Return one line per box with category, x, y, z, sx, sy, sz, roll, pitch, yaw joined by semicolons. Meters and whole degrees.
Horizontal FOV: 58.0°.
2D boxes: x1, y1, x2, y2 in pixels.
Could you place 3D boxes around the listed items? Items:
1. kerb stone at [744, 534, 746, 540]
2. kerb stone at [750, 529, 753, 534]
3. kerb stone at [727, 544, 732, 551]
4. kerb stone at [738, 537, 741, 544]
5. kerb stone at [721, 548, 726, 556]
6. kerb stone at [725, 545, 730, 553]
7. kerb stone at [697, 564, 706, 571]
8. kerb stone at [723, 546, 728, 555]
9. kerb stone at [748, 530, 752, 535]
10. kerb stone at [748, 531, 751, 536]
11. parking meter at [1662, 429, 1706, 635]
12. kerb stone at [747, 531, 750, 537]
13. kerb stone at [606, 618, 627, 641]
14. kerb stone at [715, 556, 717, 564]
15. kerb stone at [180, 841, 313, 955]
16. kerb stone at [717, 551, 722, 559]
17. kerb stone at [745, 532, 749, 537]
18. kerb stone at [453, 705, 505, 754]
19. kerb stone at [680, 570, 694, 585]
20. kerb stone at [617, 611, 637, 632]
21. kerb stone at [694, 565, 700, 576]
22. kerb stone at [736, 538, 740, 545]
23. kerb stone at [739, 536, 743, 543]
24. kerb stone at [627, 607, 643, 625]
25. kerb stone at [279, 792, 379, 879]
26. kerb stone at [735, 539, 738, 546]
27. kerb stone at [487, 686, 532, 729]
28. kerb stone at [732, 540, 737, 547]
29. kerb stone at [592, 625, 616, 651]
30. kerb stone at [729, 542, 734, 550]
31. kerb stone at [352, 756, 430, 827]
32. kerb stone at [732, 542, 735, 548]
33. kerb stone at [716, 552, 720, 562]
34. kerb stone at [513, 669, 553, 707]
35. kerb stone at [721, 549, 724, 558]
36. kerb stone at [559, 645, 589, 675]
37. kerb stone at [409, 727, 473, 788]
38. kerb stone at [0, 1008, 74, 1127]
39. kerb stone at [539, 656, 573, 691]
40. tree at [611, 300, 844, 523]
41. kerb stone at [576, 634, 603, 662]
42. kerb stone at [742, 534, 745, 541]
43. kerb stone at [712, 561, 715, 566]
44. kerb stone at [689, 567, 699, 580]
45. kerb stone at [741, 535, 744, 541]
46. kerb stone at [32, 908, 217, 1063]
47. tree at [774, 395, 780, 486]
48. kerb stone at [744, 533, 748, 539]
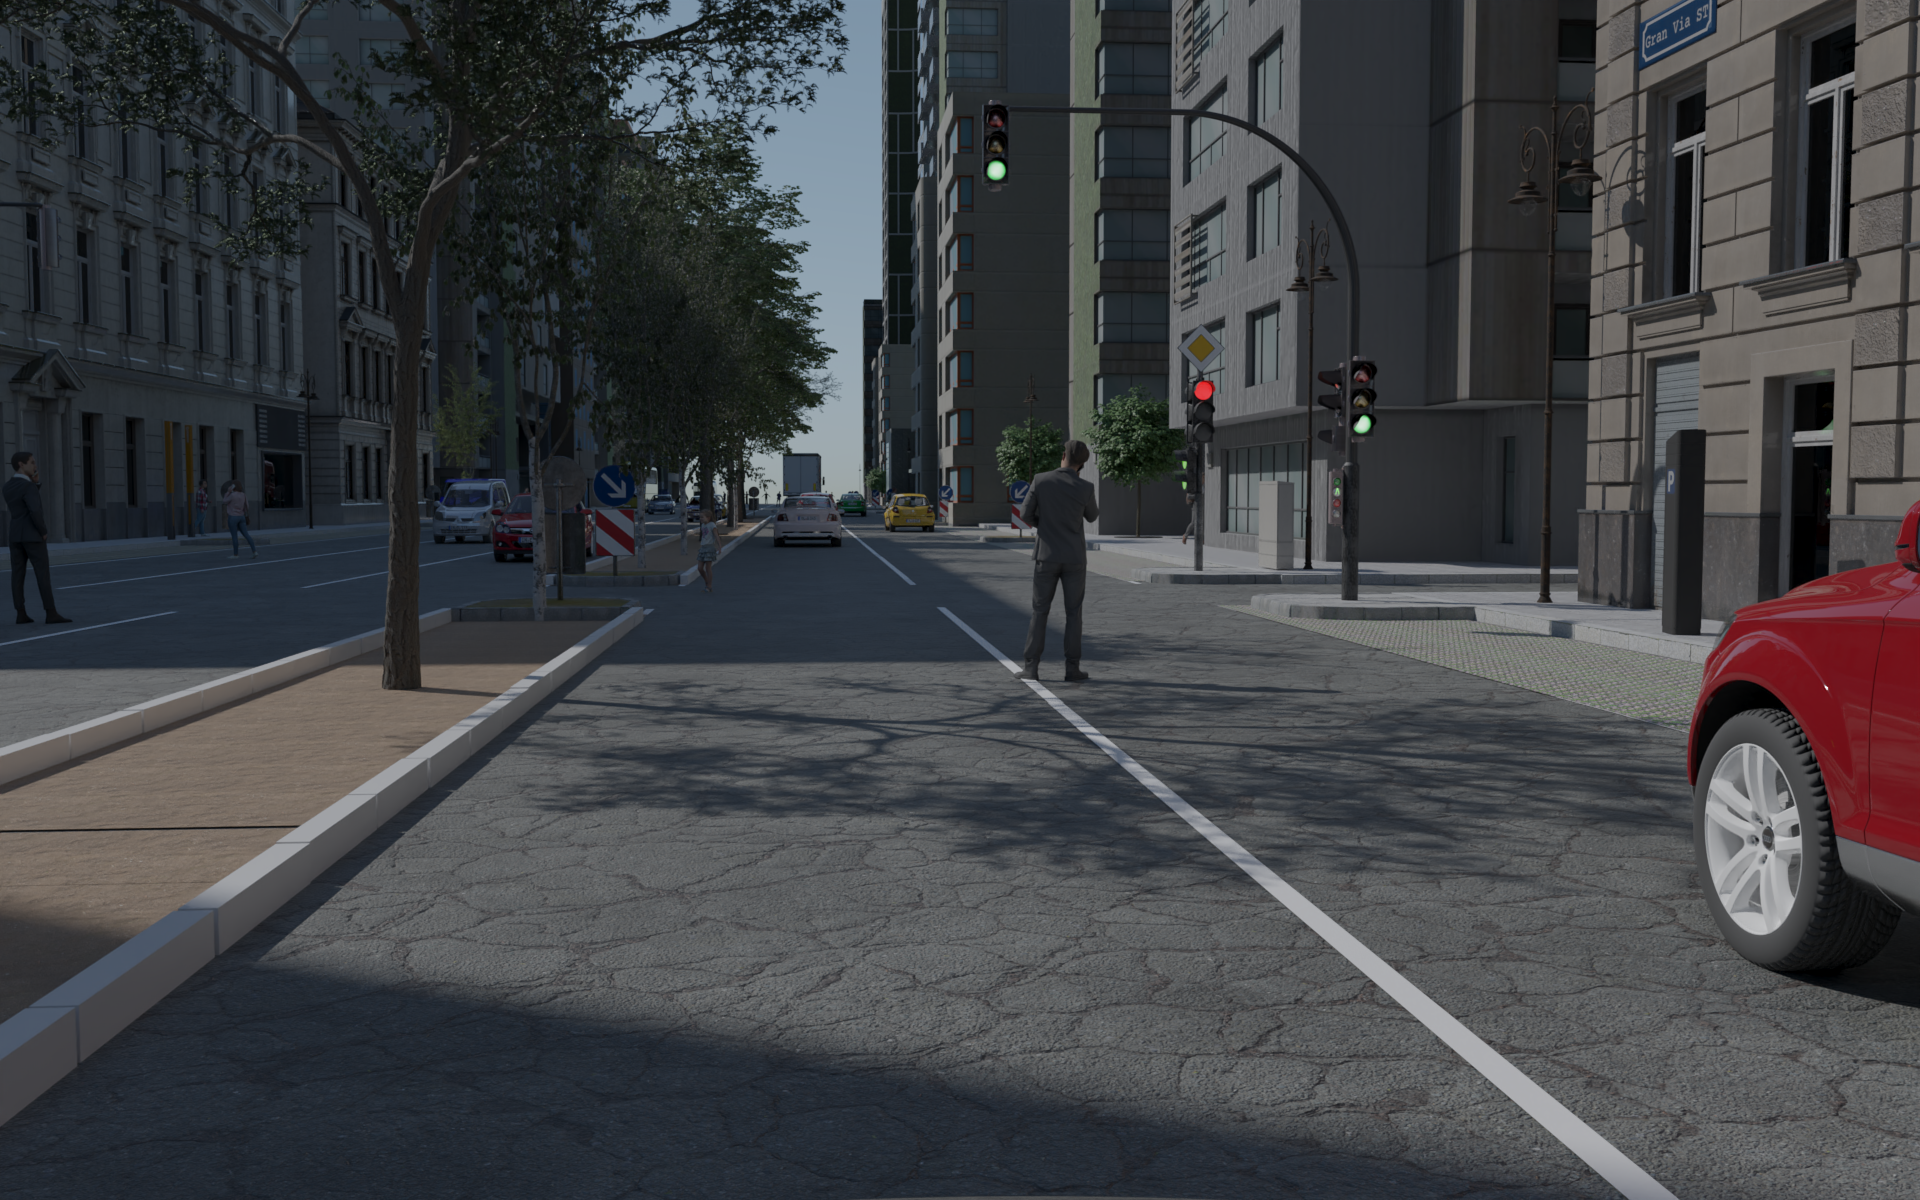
kerb stone;-6.616;-1.846;52.370;0.120;0.150;1.000;0;4;-5
kerb stone;-7.163;-2.216;58.492;0.120;0.150;1.000;0;4;-5
kerb stone;-5.692;-1.219;42.172;0.120;0.150;1.000;0;4;-5
kerb stone;-6.254;-1.592;48.292;0.120;0.150;1.000;0;4;-5
kerb stone;-5.415;-1.030;39.118;0.120;0.150;1.000;0;4;-5
kerb stone;-5.599;-1.158;41.154;0.120;0.150;1.000;0;4;-5
kerb stone;-4.680;-0.533;30.948;0.120;0.150;1.000;0;4;-5
kerb stone;-5.512;-1.097;40.135;0.120;0.150;1.000;0;4;-5
kerb stone;-7.078;-2.157;57.469;0.120;0.150;1.000;0;4;-5
kerb stone;-6.978;-2.094;56.446;0.120;0.150;1.000;0;4;-5
parking meter;6.625;-0.621;15.858;0.255;1.863;0.399;0;4;5
kerb stone;-6.886;-2.032;55.427;0.120;0.150;1.000;0;4;-5
kerb stone;-3.425;0.311;17.108;0.120;0.150;1.000;0;4;-5
kerb stone;-5.051;-0.785;35.038;0.120;0.150;1.000;0;4;-5
kerb stone;-2.406;1.000;5.870;0.120;0.150;1.000;0;4;-5
kerb stone;-5.229;-0.908;37.074;0.120;0.150;1.000;0;4;-5
kerb stone;-6.793;-1.970;54.409;0.120;0.150;1.000;0;4;-5
kerb stone;-2.779;0.752;9.957;0.120;0.150;1.000;0;4;-5
kerb stone;-4.408;-0.345;27.881;0.120;0.150;1.000;0;4;-5
kerb stone;-3.522;0.253;18.126;0.120;0.150;1.000;0;4;-5
kerb stone;-4.593;-0.473;29.930;0.120;0.150;1.000;0;4;-5
kerb stone;-6.155;-1.530;47.275;0.120;0.150;1.000;0;4;-5
kerb stone;-6.335;-1.658;49.311;0.120;0.150;1.000;0;4;-5
kerb stone;-3.610;0.187;19.144;0.120;0.150;1.000;0;4;-5
kerb stone;-2.505;0.936;6.889;0.120;0.150;1.000;0;4;-5
kerb stone;-6.068;-1.472;46.256;0.120;0.150;1.000;0;4;-5
kerb stone;-2.873;0.693;10.977;0.120;0.150;1.000;0;4;-5
kerb stone;-5.966;-1.406;45.229;0.120;0.150;1.000;0;4;-5
kerb stone;-3.338;0.374;16.087;0.120;0.150;1.000;0;4;-5
kerb stone;-5.789;-1.284;43.192;0.120;0.150;1.000;0;4;-5
kerb stone;-2.599;0.874;7.907;0.120;0.150;1.000;0;4;-5
kerb stone;-5.881;-1.339;44.210;0.120;0.150;1.000;0;4;-5
kerb stone;-5.127;-0.844;36.058;0.120;0.150;1.000;0;4;-5
kerb stone;-2.970;0.623;12.004;0.120;0.150;1.000;0;4;-5
kerb stone;-5.323;-0.973;38.100;0.120;0.150;1.000;0;4;-5
kerb stone;-3.152;0.501;14.048;0.120;0.150;1.000;0;4;-5
kerb stone;-2.685;0.813;8.932;0.120;0.150;1.000;0;4;-5
kerb stone;-2.226;1.123;3.831;0.120;0.150;1.000;0;4;-5
kerb stone;-3.061;0.562;13.029;0.120;0.150;1.000;0;4;-5
tree;-10.976;-10.569;85.629;12.009;13.543;11.850;0;3;0
kerb stone;-3.244;0.436;15.066;0.120;0.150;1.000;0;4;-5
kerb stone;-6.522;-1.783;51.346;0.120;0.150;1.000;0;4;-5
kerb stone;-4.955;-0.723;34.014;0.120;0.150;1.000;0;4;-5
kerb stone;-4.492;-0.410;28.900;0.120;0.150;1.000;0;4;-5
kerb stone;-6.428;-1.721;50.329;0.120;0.150;1.000;0;4;-5
kerb stone;-2.320;1.064;4.851;0.120;0.150;1.000;0;4;-5
tree;-8.826;-7.048;68.047;4.360;8.622;3.978;0;3;0
kerb stone;-6.702;-1.907;53.391;0.120;0.150;1.000;0;4;-5
